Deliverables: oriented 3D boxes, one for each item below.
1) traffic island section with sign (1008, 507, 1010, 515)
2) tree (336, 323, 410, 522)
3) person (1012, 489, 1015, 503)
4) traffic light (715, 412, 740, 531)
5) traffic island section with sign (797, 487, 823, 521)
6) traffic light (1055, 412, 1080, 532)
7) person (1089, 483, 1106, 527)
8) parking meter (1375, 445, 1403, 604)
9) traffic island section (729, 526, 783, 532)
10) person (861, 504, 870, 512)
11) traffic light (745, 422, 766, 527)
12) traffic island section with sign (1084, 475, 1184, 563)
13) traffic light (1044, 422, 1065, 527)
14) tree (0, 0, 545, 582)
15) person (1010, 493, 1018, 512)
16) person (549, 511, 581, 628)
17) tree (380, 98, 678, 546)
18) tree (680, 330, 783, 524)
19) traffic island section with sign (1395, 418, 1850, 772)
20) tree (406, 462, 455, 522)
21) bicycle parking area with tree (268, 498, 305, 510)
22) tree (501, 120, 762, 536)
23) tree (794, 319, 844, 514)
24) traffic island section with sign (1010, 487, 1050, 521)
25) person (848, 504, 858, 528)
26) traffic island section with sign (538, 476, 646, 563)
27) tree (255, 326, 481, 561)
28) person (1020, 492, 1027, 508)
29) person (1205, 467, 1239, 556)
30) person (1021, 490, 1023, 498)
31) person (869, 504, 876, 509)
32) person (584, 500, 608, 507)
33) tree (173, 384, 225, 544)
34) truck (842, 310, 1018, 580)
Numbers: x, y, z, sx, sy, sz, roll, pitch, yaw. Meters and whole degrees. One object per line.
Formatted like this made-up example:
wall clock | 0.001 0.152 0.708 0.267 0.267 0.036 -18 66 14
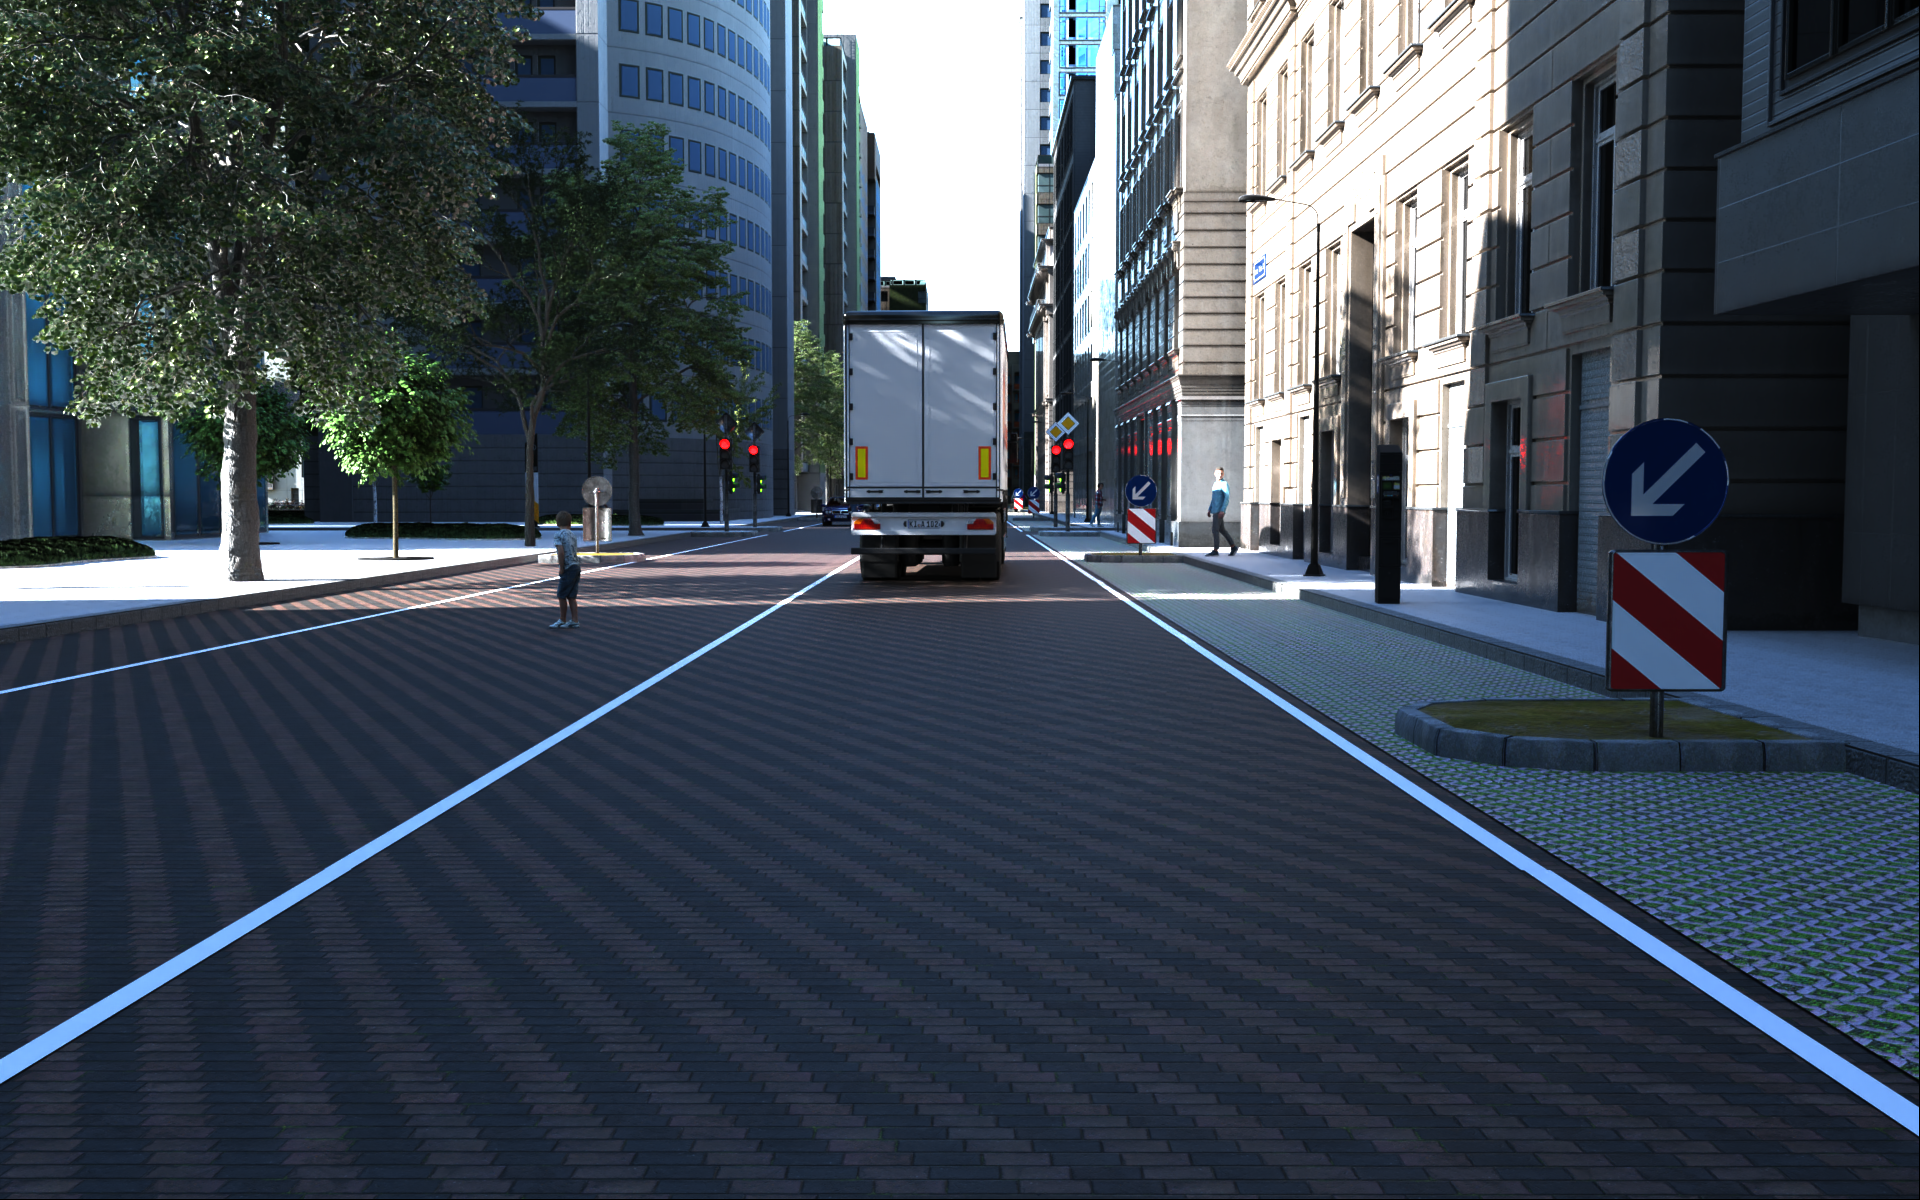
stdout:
traffic island section with sign | 3.911 -6.813 120.018 1.989 1.847 2.006 0 4 0
tree | -25.100 -7.565 74.052 4.737 8.622 4.395 0 3 0
person | 6.131 -11.632 196.195 0.705 1.831 1.348 1 4 18
traffic light | -7.987 -4.305 59.302 0.839 4.253 0.868 0 4 0
traffic island section with sign | -7.609 -5.129 92.489 1.989 1.847 2.006 0 4 0
traffic light | 3.675 -4.303 59.282 0.839 4.253 0.868 0 4 0
person | 5.404 -3.733 67.909 0.643 1.720 0.563 1 4 12
parking meter | 5.030 -0.894 20.331 0.255 1.863 0.399 0 4 7
traffic island section | -8.002 -2.761 67.421 2.009 0.180 2.903 0 4 0
person | -4.358 -4.443 81.634 0.782 1.767 0.515 0 4 -7
traffic light | -7.962 -4.793 67.287 0.839 4.253 0.868 0 4 0
traffic island section with sign | 3.661 -1.722 36.776 1.989 1.847 2.006 0 4 0
traffic light | 3.699 -4.792 67.267 0.839 4.253 0.868 0 4 0
tree | -10.721 -7.258 25.325 9.857 13.997 8.962 0 3 0
person | 4.079 -7.363 129.364 0.782 1.767 0.515 -2 4 -34
person | -4.219 -0.325 18.499 0.332 1.250 0.352 -2 4 -32
tree | -10.678 -6.578 41.962 8.767 10.594 7.601 1 4 12
tree | -10.084 -7.592 74.488 4.737 8.622 4.395 0 3 0
traffic island section with sign | 3.579 -0.073 9.821 1.989 1.847 2.006 0 4 0
tree | -17.281 -3.797 56.685 1.663 3.219 1.824 0 3 0
bicycle parking area with tree | -55.618 -9.089 135.611 9.016 4.147 8.231 0 4 4
tree | -9.920 -8.232 52.717 7.486 12.596 7.792 0 3 0
tree | -10.726 -11.854 111.943 7.486 12.596 7.792 0 3 0
traffic island section with sign | 3.826 -5.164 93.063 1.989 1.847 2.006 0 4 0
person | -4.374 -3.920 72.608 0.654 1.822 0.581 -2 4 -28
traffic island section with sign | -7.771 -1.726 36.844 1.989 1.847 2.006 0 4 0
tree | -11.186 -3.071 33.932 4.285 4.588 4.351 0 3 0
person | 5.907 -9.344 162.034 0.991 1.433 0.599 3 4 37
person | 5.412 -1.820 35.666 0.748 1.841 0.638 0 4 -4
person | 5.962 -9.981 170.029 0.445 1.727 0.742 -1 4 -10
person | -4.374 -4.832 87.631 0.853 1.813 0.709 -2 4 -33
person | -11.335 -2.906 53.897 0.721 1.781 0.623 -1 4 -11
tree | -18.227 -3.704 44.268 4.285 4.588 4.351 0 3 0
truck | -0.362 -2.640 32.077 2.839 4.237 11.283 0 4 2
